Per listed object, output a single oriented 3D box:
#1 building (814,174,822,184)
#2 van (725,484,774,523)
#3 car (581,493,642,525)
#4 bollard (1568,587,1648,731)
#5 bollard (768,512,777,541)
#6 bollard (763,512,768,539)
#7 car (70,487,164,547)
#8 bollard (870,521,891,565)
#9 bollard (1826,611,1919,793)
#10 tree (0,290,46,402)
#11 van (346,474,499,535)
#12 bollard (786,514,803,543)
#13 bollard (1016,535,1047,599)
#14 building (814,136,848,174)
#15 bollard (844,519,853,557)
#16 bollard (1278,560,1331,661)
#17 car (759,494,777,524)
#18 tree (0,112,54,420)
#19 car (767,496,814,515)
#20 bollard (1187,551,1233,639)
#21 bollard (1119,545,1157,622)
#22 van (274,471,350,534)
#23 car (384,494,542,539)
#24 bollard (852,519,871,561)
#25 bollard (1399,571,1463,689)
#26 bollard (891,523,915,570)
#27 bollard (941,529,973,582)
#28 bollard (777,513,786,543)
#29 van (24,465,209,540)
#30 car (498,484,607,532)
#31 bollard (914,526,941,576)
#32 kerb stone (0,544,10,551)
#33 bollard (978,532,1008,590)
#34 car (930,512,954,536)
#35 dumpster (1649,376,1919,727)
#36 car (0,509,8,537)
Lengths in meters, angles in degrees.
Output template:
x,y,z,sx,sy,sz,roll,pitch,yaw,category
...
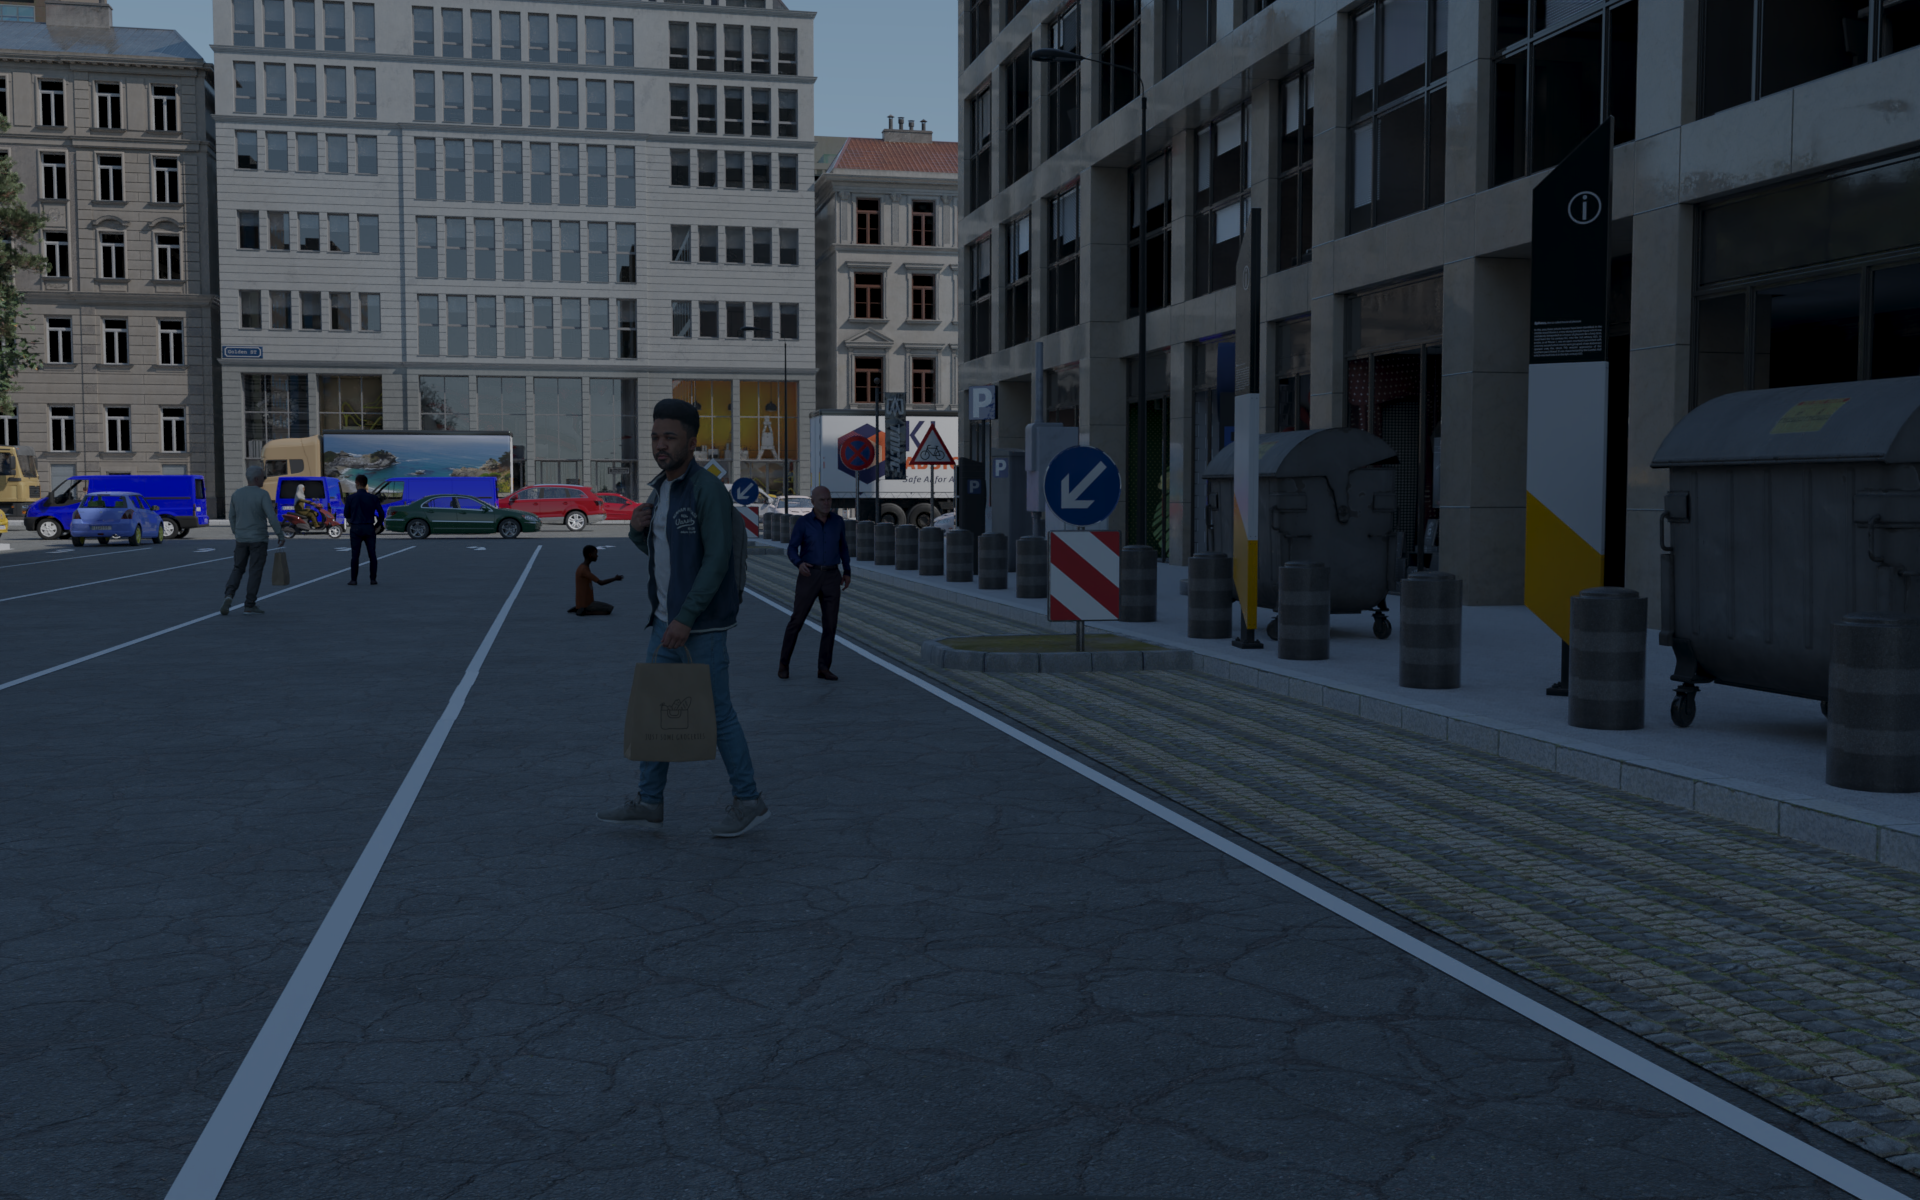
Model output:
x,y,z,sx,sy,sz,roll,pitch,yaw,category
-18.415,-23.612,157.758,14.160,30.474,14.107,-1,4,-13,building
-8.444,-3.867,70.244,4.112,2.044,2.013,-1,4,-12,van
-16.107,-4.405,81.058,4.494,1.783,2.155,-1,4,-11,car
3.578,0.315,9.567,0.404,0.777,0.398,0,3,0,bollard
-4.943,-1.987,47.209,0.404,0.777,0.398,0,3,0,bollard
-5.391,-2.108,49.188,0.404,0.777,0.398,0,3,0,bollard
-23.645,-2.392,48.705,1.945,1.707,3.694,-1,4,-11,car
-1.350,-1.017,31.337,0.404,0.777,0.398,0,3,0,bollard
4.028,0.436,7.596,0.404,0.777,0.398,0,3,0,bollard
-23.108,-6.917,32.550,9.611,12.733,9.660,0,3,0,tree
-19.008,-3.490,61.440,5.245,2.365,2.240,-1,4,-12,van
-4.049,-1.745,43.252,0.404,0.777,0.398,0,3,0,bollard
0.893,-0.410,21.424,0.404,0.777,0.398,0,3,0,bollard
-16.782,-30.602,192.231,32.217,40.220,23.993,-1,4,-13,building
-2.249,-1.260,35.312,0.404,0.777,0.398,0,3,0,bollard
2.685,0.073,13.516,0.404,0.777,0.398,0,3,0,bollard
-8.245,-3.972,75.168,3.980,1.641,2.015,-1,4,-13,car
-25.138,-7.099,40.585,6.751,12.117,7.091,0,3,0,tree
-6.416,-3.347,67.089,2.083,1.381,4.827,-1,4,-12,car
2.237,-0.048,15.497,0.404,0.777,0.398,0,3,0,bollard
1.790,-0.169,17.477,0.404,0.777,0.398,0,3,0,bollard
-23.516,-3.579,62.906,2.240,2.365,5.245,-1,4,-13,van
-15.983,-2.691,55.789,4.920,1.459,2.131,-1,4,-13,car
-1.797,-1.138,33.317,0.404,0.777,0.398,0,3,0,bollard
3.136,0.194,11.540,0.404,0.777,0.398,0,3,0,bollard
-0.898,-0.894,29.337,0.404,0.777,0.398,0,3,0,bollard
-0.004,-0.652,25.384,0.404,0.777,0.398,0,3,0,bollard
-4.492,-1.866,45.229,0.404,0.777,0.398,0,3,0,bollard
-26.832,-3.101,55.080,5.245,2.365,2.240,-1,4,-13,van
-16.291,-3.540,66.547,5.304,1.827,2.281,-1,4,-12,car
-0.451,-0.773,27.361,0.404,0.777,0.398,0,3,0,bollard
-24.461,-1.343,44.171,0.120,0.150,1.000,-1,4,-13,kerb stone
0.447,-0.532,23.410,0.404,0.777,0.398,0,3,0,bollard
1.451,-2.560,54.221,4.827,1.381,2.083,-1,4,-13,car
4.629,-0.193,8.909,1.264,1.857,1.865,-1,4,-13,dumpster
-30.767,-2.542,51.789,3.980,1.641,2.015,-1,4,-11,car
